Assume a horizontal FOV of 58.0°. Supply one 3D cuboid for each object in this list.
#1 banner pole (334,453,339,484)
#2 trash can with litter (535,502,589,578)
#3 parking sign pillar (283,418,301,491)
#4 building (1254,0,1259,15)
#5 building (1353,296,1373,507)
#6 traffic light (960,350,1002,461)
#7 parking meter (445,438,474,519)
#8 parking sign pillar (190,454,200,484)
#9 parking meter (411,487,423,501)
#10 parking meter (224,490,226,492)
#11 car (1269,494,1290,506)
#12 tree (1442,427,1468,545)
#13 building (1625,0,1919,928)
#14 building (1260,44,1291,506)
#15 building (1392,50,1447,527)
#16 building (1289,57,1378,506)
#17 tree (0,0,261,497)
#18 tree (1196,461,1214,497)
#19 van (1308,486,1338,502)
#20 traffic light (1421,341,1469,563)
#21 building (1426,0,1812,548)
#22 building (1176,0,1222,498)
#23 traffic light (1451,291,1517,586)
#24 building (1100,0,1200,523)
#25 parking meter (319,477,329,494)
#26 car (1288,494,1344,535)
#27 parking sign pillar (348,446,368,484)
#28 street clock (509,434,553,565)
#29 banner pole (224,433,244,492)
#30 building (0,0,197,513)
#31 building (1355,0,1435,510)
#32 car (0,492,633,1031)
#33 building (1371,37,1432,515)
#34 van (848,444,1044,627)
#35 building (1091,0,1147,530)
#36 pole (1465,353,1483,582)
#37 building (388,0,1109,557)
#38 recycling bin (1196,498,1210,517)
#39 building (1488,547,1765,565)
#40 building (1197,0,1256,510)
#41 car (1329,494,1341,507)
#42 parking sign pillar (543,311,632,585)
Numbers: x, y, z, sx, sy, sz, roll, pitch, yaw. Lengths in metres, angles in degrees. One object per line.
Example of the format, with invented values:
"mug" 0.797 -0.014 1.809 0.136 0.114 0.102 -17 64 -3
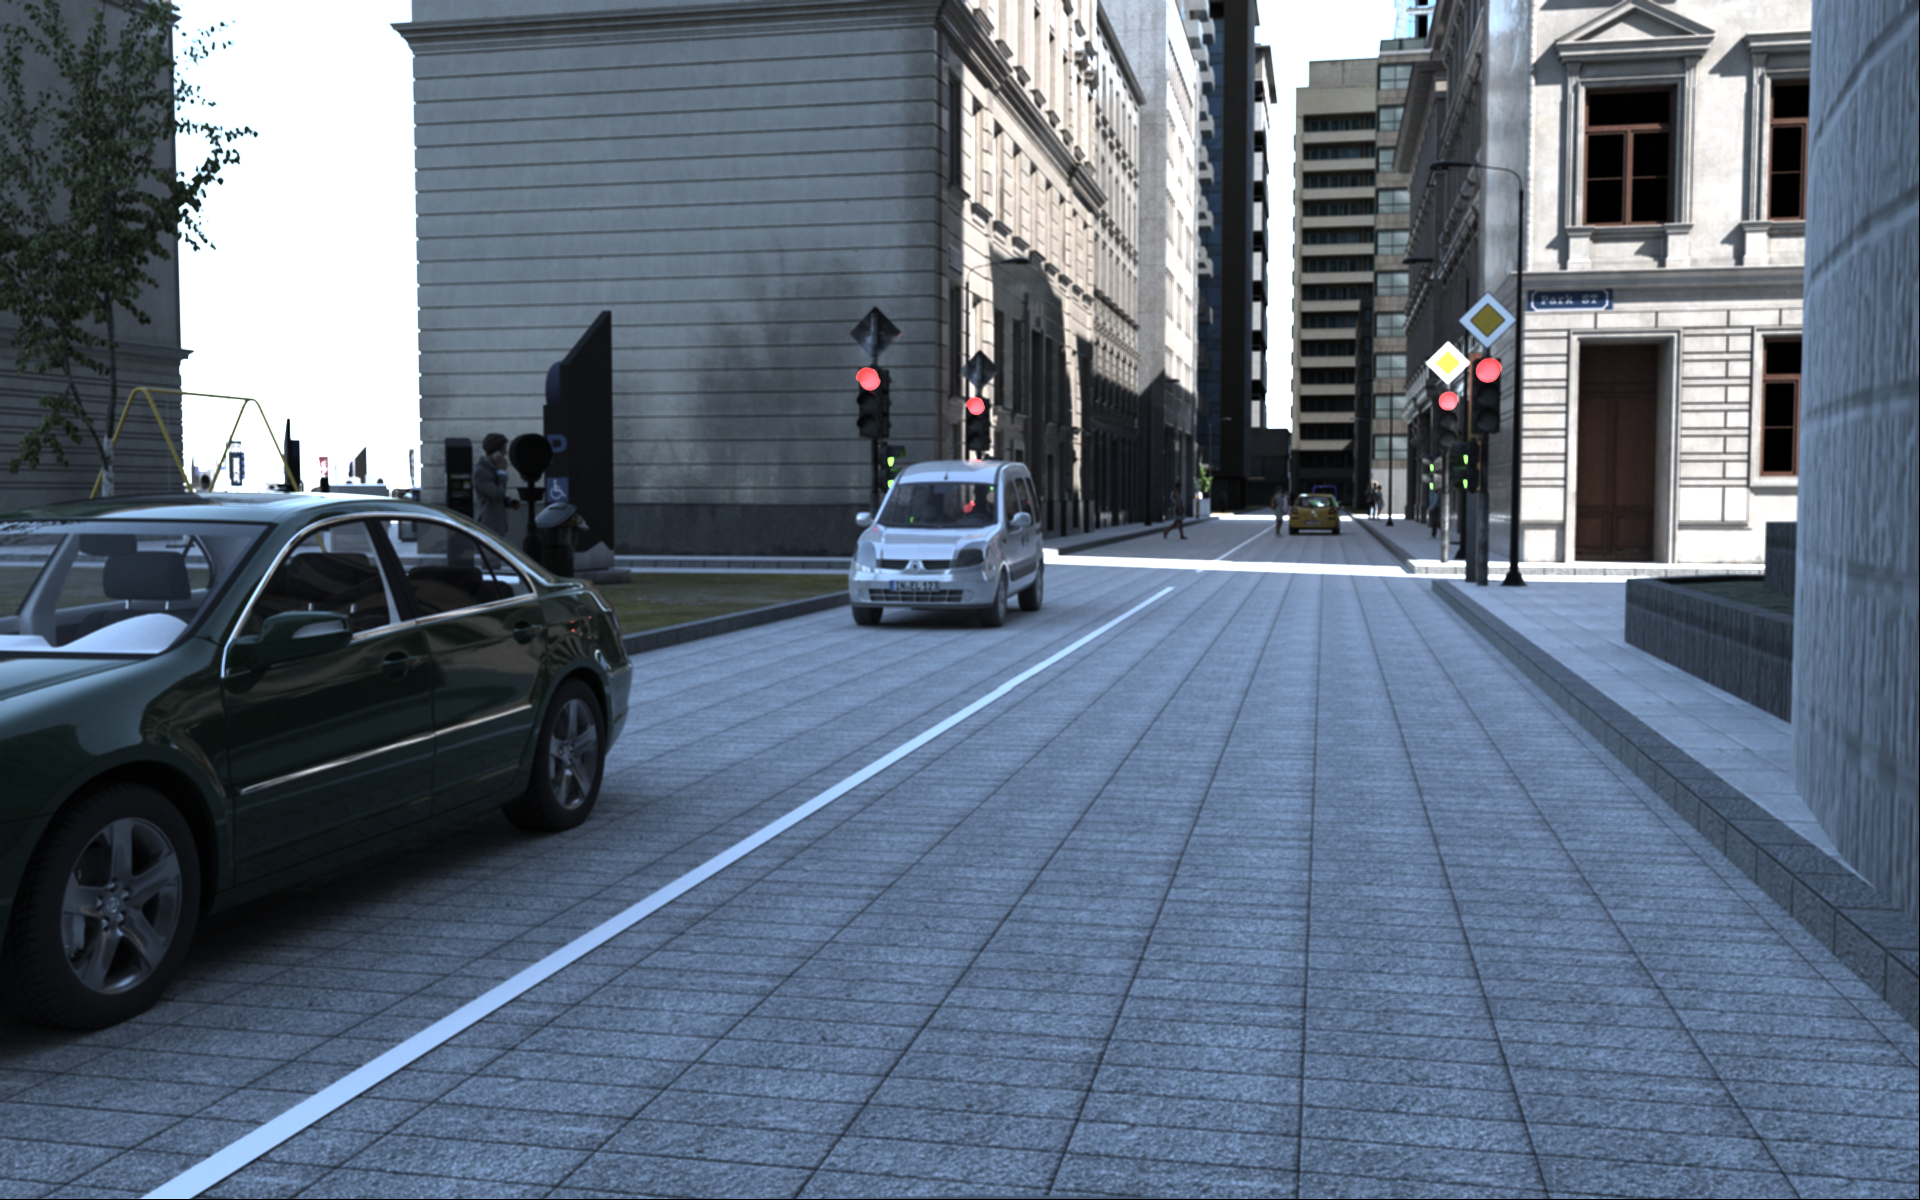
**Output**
"banner pole" -37.809 -7.040 105.127 0.401 3.779 0.863 -3 5 -43
"trash can with litter" -5.377 -0.684 22.579 0.624 1.170 1.055 2 4 23
"parking sign pillar" -23.882 -4.491 61.901 1.447 3.967 1.447 -2 4 -27
"building" 14.763 -35.505 169.738 27.495 52.752 28.713 1 4 12
"building" 51.490 -19.436 162.825 27.650 21.520 28.899 1 4 12
"traffic light" 0.388 -2.744 33.791 0.839 4.253 0.868 1 4 12
"parking meter" -5.165 -0.745 17.888 0.255 1.863 0.399 -1 4 -19
"parking sign pillar" -52.174 -7.930 118.130 1.447 3.967 1.447 -2 4 -30
"parking meter" -28.214 -4.976 89.772 0.372 1.533 0.369 0 3 0
"parking meter" -48.520 -6.461 114.054 0.372 1.533 0.369 0 3 0
"car" 31.935 -10.004 172.604 2.155 1.783 4.494 1 4 12
"tree" 13.035 -3.030 44.139 1.663 3.219 1.824 0 3 0
"building" 12.927 -28.045 0.528 21.231 58.520 28.212 1 4 12
"building" 25.273 -37.669 205.128 27.495 52.752 28.713 1 4 12
"building" 26.496 -14.297 84.666 10.553 20.767 40.483 1 4 12
"building" 48.529 -34.988 195.760 21.600 48.544 21.300 1 4 12
"tree" -11.340 -4.403 22.352 4.737 8.622 4.395 0 3 0
"tree" 14.159 -6.548 101.666 1.663 3.219 1.824 0 3 0
"van" 27.377 -7.704 130.347 2.240 2.365 5.245 1 4 10
"traffic light" 8.964 -2.635 32.001 0.839 4.253 0.868 1 4 12
"building" 20.925 -13.309 53.752 11.583 22.565 21.152 1 4 12
"building" 6.546 -30.890 124.667 23.786 49.044 30.456 1 4 12
"traffic light" 7.312 -2.157 24.188 0.839 4.253 0.868 1 4 12
"building" 5.323 -16.515 88.039 12.078 24.808 19.932 1 4 12
"parking meter" -21.843 -3.293 59.544 0.255 1.863 0.399 -2 4 -32
"car" 12.739 -3.173 62.099 2.015 1.641 3.980 1 4 14
"parking sign pillar" -33.503 -6.598 96.354 1.447 3.967 1.447 1 4 15
"street clock" -5.152 -0.995 20.831 0.471 2.002 0.358 -2 4 -34
"banner pole" -29.827 -4.954 71.023 0.863 3.779 0.401 -1 4 -12
"building" -32.469 -12.793 45.328 21.152 22.565 11.583 1 4 12
"building" 42.417 -50.114 132.038 22.319 86.520 31.000 1 4 12
"car" -2.819 0.338 6.277 2.131 1.459 4.920 1 4 13
"building" 34.016 -20.845 112.511 14.160 30.474 14.107 1 4 12
"van" -0.079 -0.800 20.098 2.013 2.044 4.112 1 4 11
"building" 1.564 -13.442 68.925 9.793 20.994 18.267 1 4 12
"pole" 7.467 -1.914 25.140 0.158 3.312 0.155 0 3 0
"building" -3.480 -15.275 47.005 12.463 27.353 25.104 1 4 12
"recycling bin" 13.830 -5.289 99.028 0.722 1.027 0.722 -1 4 -19
"building" 21.023 -12.122 34.352 21.152 22.565 11.583 1 4 12
"building" 17.463 -30.340 146.174 14.600 45.320 14.200 1 4 12
"car" 20.833 -5.375 99.676 2.131 1.459 4.920 1 4 13
"parking sign pillar" -5.494 -2.233 24.975 1.447 3.967 1.447 1 4 16
